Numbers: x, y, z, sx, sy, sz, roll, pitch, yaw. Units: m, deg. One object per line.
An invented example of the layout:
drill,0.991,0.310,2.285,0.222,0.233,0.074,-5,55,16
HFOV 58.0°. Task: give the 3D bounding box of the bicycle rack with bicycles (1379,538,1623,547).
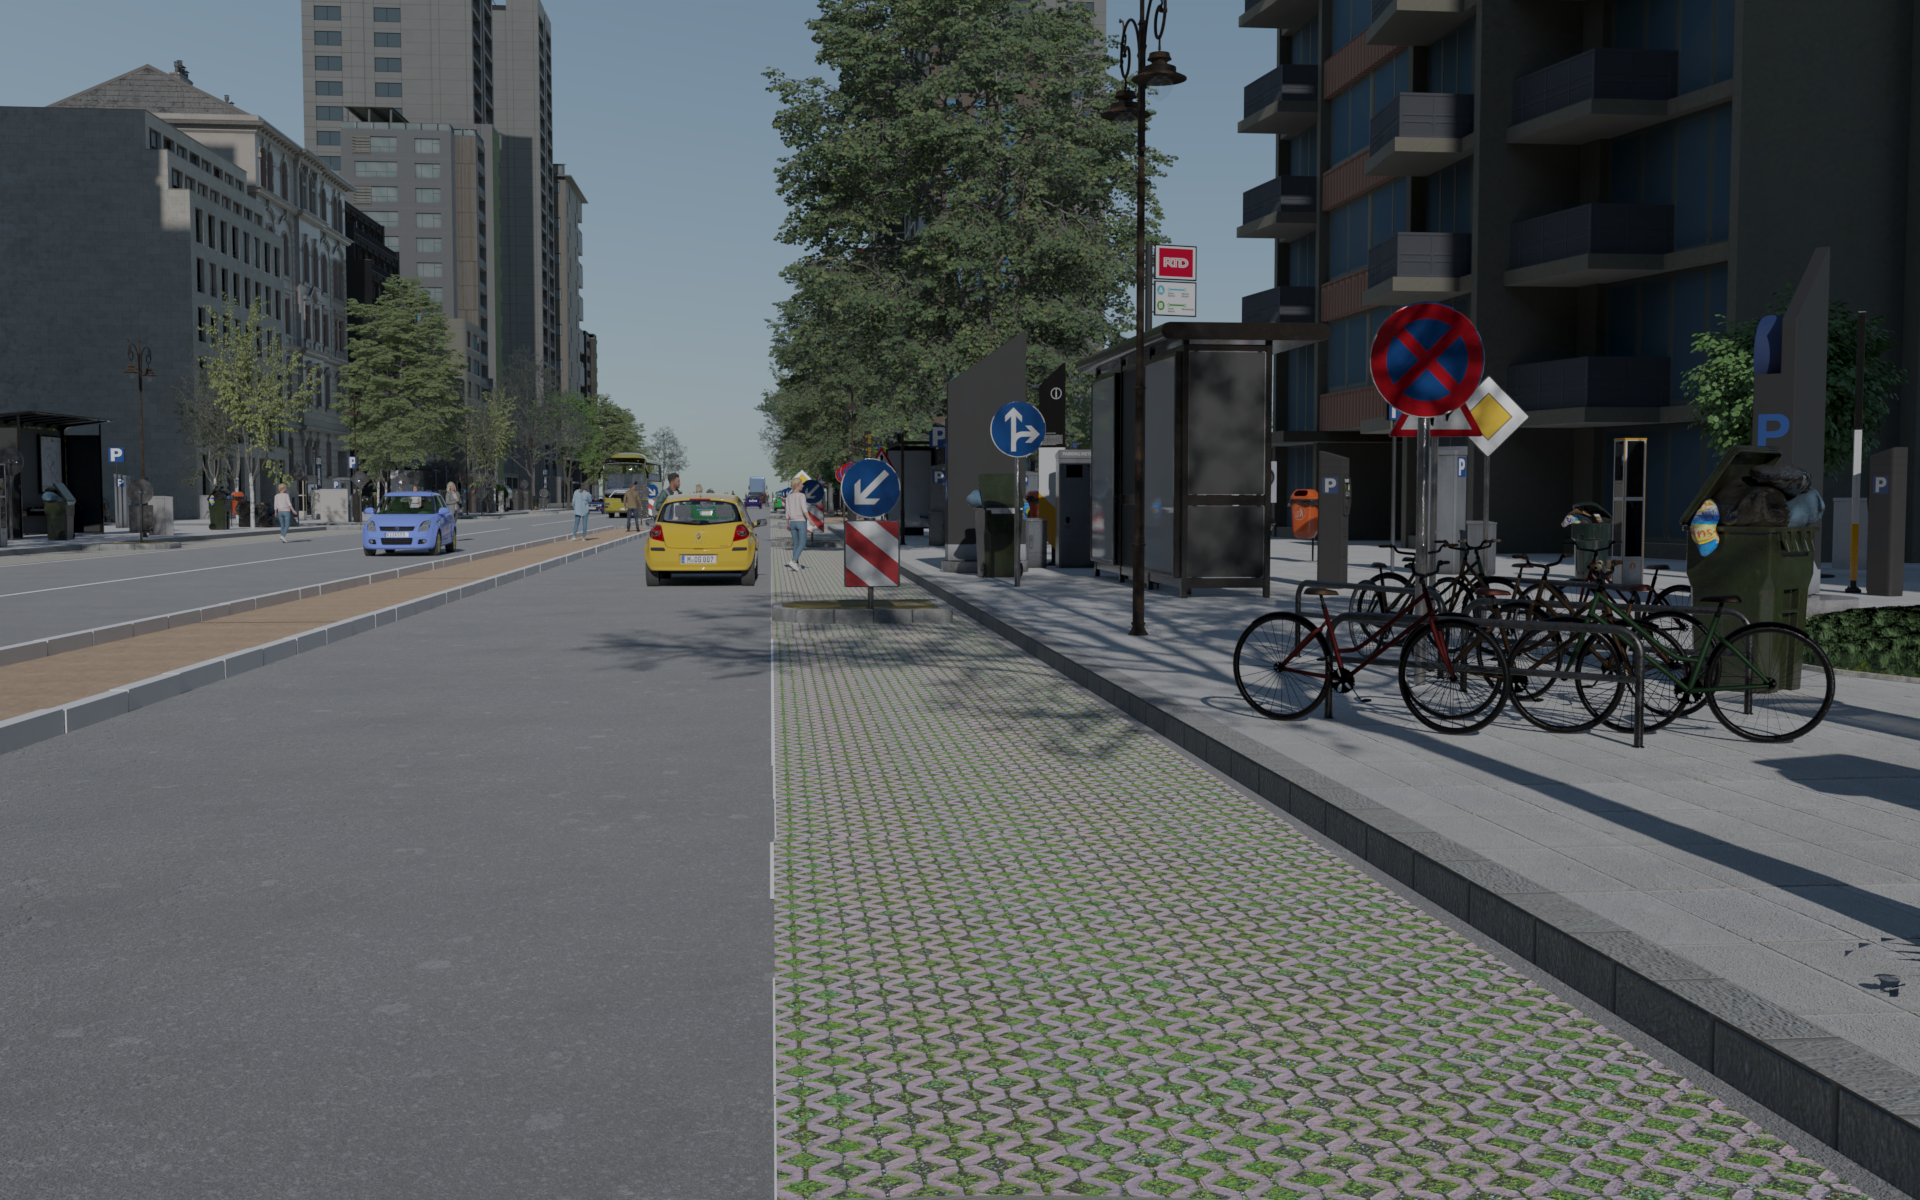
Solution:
bicycle rack with bicycles,3.871,0.002,13.342,2.852,0.926,2.925,-1,4,-21

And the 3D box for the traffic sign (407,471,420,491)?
traffic sign,-30.255,-5.855,95.827,0.768,2.556,0.104,0,4,-2

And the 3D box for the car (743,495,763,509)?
car,-20.107,-9.514,168.129,1.945,1.354,3.894,0,4,-8

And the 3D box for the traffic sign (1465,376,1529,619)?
traffic sign,5.164,-0.968,17.007,0.795,2.450,0.064,0,4,1

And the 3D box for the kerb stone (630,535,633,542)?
kerb stone,-9.934,-1.794,51.638,0.120,0.150,1.000,0,4,-6

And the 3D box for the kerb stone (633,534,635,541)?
kerb stone,-10.046,-1.863,52.654,0.120,0.150,1.000,0,4,-6

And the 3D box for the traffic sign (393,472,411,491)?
traffic sign,-24.977,-4.523,77.591,0.795,2.450,0.064,0,4,-6

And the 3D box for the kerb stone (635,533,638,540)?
kerb stone,-10.153,-1.925,53.671,0.120,0.150,1.000,0,4,-6

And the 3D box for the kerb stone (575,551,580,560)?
kerb stone,-8.370,-0.927,37.355,0.120,0.150,1.000,0,4,-6

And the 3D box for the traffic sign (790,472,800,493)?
traffic sign,-7.385,-4.639,79.488,0.795,2.450,0.064,0,4,-6

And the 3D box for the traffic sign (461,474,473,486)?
traffic sign,-30.835,-6.622,108.379,0.768,2.556,0.104,0,4,-2

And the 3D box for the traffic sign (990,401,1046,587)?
traffic sign,0.796,-1.455,23.903,0.768,2.556,0.104,0,4,-5

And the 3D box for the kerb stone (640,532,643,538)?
kerb stone,-10.375,-2.050,55.710,0.120,0.150,1.000,0,4,-6

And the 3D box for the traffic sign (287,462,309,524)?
traffic sign,-26.511,-4.241,69.342,0.884,2.594,0.081,0,4,-1

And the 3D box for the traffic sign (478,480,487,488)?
traffic sign,-33.848,-7.381,122.808,0.606,2.300,0.079,0,4,-2

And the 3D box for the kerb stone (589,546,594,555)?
kerb stone,-8.707,-1.113,40.422,0.120,0.150,1.000,0,4,-6

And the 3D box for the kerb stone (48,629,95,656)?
kerb stone,-8.116,0.398,15.689,0.120,0.150,1.000,0,4,-6

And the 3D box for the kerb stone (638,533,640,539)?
kerb stone,-10.269,-1.987,54.687,0.120,0.150,1.000,0,4,-6

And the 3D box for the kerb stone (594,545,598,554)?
kerb stone,-8.823,-1.177,41.438,0.120,0.150,1.000,0,4,-6

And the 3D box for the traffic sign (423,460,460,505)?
traffic sign,-31.068,-6.720,103.750,2.265,3.308,0.079,0,4,3

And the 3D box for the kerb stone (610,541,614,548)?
kerb stone,-9.262,-1.426,45.515,0.120,0.150,1.000,0,4,-6

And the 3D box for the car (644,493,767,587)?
car,-4.173,-1.107,28.329,2.015,1.641,3.980,0,4,-6

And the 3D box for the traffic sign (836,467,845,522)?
traffic sign,-5.288,-4.828,79.038,0.768,2.556,0.104,0,4,-2

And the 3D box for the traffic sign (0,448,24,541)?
traffic sign,-26.127,-2.907,47.628,0.768,2.556,0.104,0,4,0

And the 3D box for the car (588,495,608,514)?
car,-26.146,-6.824,124.145,1.945,1.354,3.894,0,4,-4

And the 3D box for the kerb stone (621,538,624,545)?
kerb stone,-9.599,-1.612,48.580,0.120,0.150,1.000,0,4,-6

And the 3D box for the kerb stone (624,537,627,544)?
kerb stone,-9.709,-1.676,49.602,0.120,0.150,1.000,0,4,-6

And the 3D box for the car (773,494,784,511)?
car,-14.552,-8.246,143.614,1.959,1.807,4.718,0,4,-5

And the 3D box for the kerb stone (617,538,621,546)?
kerb stone,-9.488,-1.547,47.550,0.120,0.150,1.000,0,4,-6

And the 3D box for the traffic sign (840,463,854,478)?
traffic sign,-4.449,-4.277,70.040,0.768,2.556,0.104,0,4,-3

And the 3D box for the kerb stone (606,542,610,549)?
kerb stone,-9.153,-1.357,44.499,0.120,0.150,1.000,0,4,-6

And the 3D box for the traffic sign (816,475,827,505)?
traffic sign,-8.145,-6.276,102.713,0.768,2.556,0.104,0,4,-5

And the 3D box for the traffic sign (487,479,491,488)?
traffic sign,-33.817,-7.506,123.901,0.795,2.450,0.064,0,4,-3

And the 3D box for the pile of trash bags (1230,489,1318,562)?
pile of trash bags,5.557,-1.467,33.732,1.912,1.369,3.447,-3,5,-44

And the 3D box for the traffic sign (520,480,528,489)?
traffic sign,-38.150,-9.263,151.551,0.768,2.556,0.104,0,4,-3

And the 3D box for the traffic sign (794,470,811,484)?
traffic sign,-6.517,-4.153,71.550,0.795,2.450,0.064,0,4,-6

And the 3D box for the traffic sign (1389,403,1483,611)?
traffic sign,4.413,-0.986,16.132,0.884,2.594,0.081,0,4,-5

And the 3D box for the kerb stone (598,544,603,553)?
kerb stone,-8.921,-1.237,42.456,0.120,0.150,1.000,0,4,-6

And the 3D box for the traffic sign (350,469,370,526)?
traffic sign,-24.109,-4.037,69.653,0.795,2.450,0.064,0,4,-6

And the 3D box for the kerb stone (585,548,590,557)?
kerb stone,-8.590,-1.053,39.406,0.120,0.150,1.000,0,4,-6

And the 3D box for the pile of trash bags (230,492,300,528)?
pile of trash bags,-27.452,-3.543,67.681,3.447,1.369,1.912,2,4,35

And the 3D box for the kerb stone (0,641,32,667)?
kerb stone,-7.999,0.463,14.661,0.120,0.150,1.000,0,4,-6

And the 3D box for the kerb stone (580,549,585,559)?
kerb stone,-8.486,-0.990,38.389,0.120,0.150,1.000,0,4,-6

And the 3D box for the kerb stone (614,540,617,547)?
kerb stone,-9.380,-1.488,46.530,0.120,0.150,1.000,0,4,-6

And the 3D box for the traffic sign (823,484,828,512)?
traffic sign,-9.453,-7.519,122.945,0.884,2.594,0.081,0,4,-2

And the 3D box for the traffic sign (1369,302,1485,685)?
traffic sign,3.095,-0.702,11.580,0.768,2.556,0.104,0,4,-1

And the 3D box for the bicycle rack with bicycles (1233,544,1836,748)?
bicycle rack with bicycles,3.383,0.221,9.772,2.925,0.926,2.852,3,5,42

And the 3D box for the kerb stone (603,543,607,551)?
kerb stone,-9.044,-1.302,43.482,0.120,0.150,1.000,0,4,-6

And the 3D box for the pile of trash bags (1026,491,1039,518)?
pile of trash bags,2.948,-2.068,43.563,3.447,1.369,1.912,3,5,43

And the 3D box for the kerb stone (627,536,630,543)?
kerb stone,-9.829,-1.733,50.621,0.120,0.150,1.000,0,4,-6

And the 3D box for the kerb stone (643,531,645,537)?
kerb stone,-10.492,-2.112,56.728,0.120,0.150,1.000,0,4,-6

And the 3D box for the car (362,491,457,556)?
car,-13.068,-1.932,41.185,1.945,1.707,3.694,0,4,-8

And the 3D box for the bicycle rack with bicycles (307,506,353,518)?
bicycle rack with bicycles,-34.408,-4.981,94.821,2.925,0.926,2.852,-1,4,-23

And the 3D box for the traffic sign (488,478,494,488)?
traffic sign,-35.544,-8.015,131.148,0.768,2.556,0.104,0,4,3

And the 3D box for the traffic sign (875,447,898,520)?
traffic sign,-2.154,-2.920,47.738,0.884,2.594,0.081,0,4,2

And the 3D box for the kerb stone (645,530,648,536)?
kerb stone,-10.600,-2.174,57.746,0.120,0.150,1.000,0,4,-6
